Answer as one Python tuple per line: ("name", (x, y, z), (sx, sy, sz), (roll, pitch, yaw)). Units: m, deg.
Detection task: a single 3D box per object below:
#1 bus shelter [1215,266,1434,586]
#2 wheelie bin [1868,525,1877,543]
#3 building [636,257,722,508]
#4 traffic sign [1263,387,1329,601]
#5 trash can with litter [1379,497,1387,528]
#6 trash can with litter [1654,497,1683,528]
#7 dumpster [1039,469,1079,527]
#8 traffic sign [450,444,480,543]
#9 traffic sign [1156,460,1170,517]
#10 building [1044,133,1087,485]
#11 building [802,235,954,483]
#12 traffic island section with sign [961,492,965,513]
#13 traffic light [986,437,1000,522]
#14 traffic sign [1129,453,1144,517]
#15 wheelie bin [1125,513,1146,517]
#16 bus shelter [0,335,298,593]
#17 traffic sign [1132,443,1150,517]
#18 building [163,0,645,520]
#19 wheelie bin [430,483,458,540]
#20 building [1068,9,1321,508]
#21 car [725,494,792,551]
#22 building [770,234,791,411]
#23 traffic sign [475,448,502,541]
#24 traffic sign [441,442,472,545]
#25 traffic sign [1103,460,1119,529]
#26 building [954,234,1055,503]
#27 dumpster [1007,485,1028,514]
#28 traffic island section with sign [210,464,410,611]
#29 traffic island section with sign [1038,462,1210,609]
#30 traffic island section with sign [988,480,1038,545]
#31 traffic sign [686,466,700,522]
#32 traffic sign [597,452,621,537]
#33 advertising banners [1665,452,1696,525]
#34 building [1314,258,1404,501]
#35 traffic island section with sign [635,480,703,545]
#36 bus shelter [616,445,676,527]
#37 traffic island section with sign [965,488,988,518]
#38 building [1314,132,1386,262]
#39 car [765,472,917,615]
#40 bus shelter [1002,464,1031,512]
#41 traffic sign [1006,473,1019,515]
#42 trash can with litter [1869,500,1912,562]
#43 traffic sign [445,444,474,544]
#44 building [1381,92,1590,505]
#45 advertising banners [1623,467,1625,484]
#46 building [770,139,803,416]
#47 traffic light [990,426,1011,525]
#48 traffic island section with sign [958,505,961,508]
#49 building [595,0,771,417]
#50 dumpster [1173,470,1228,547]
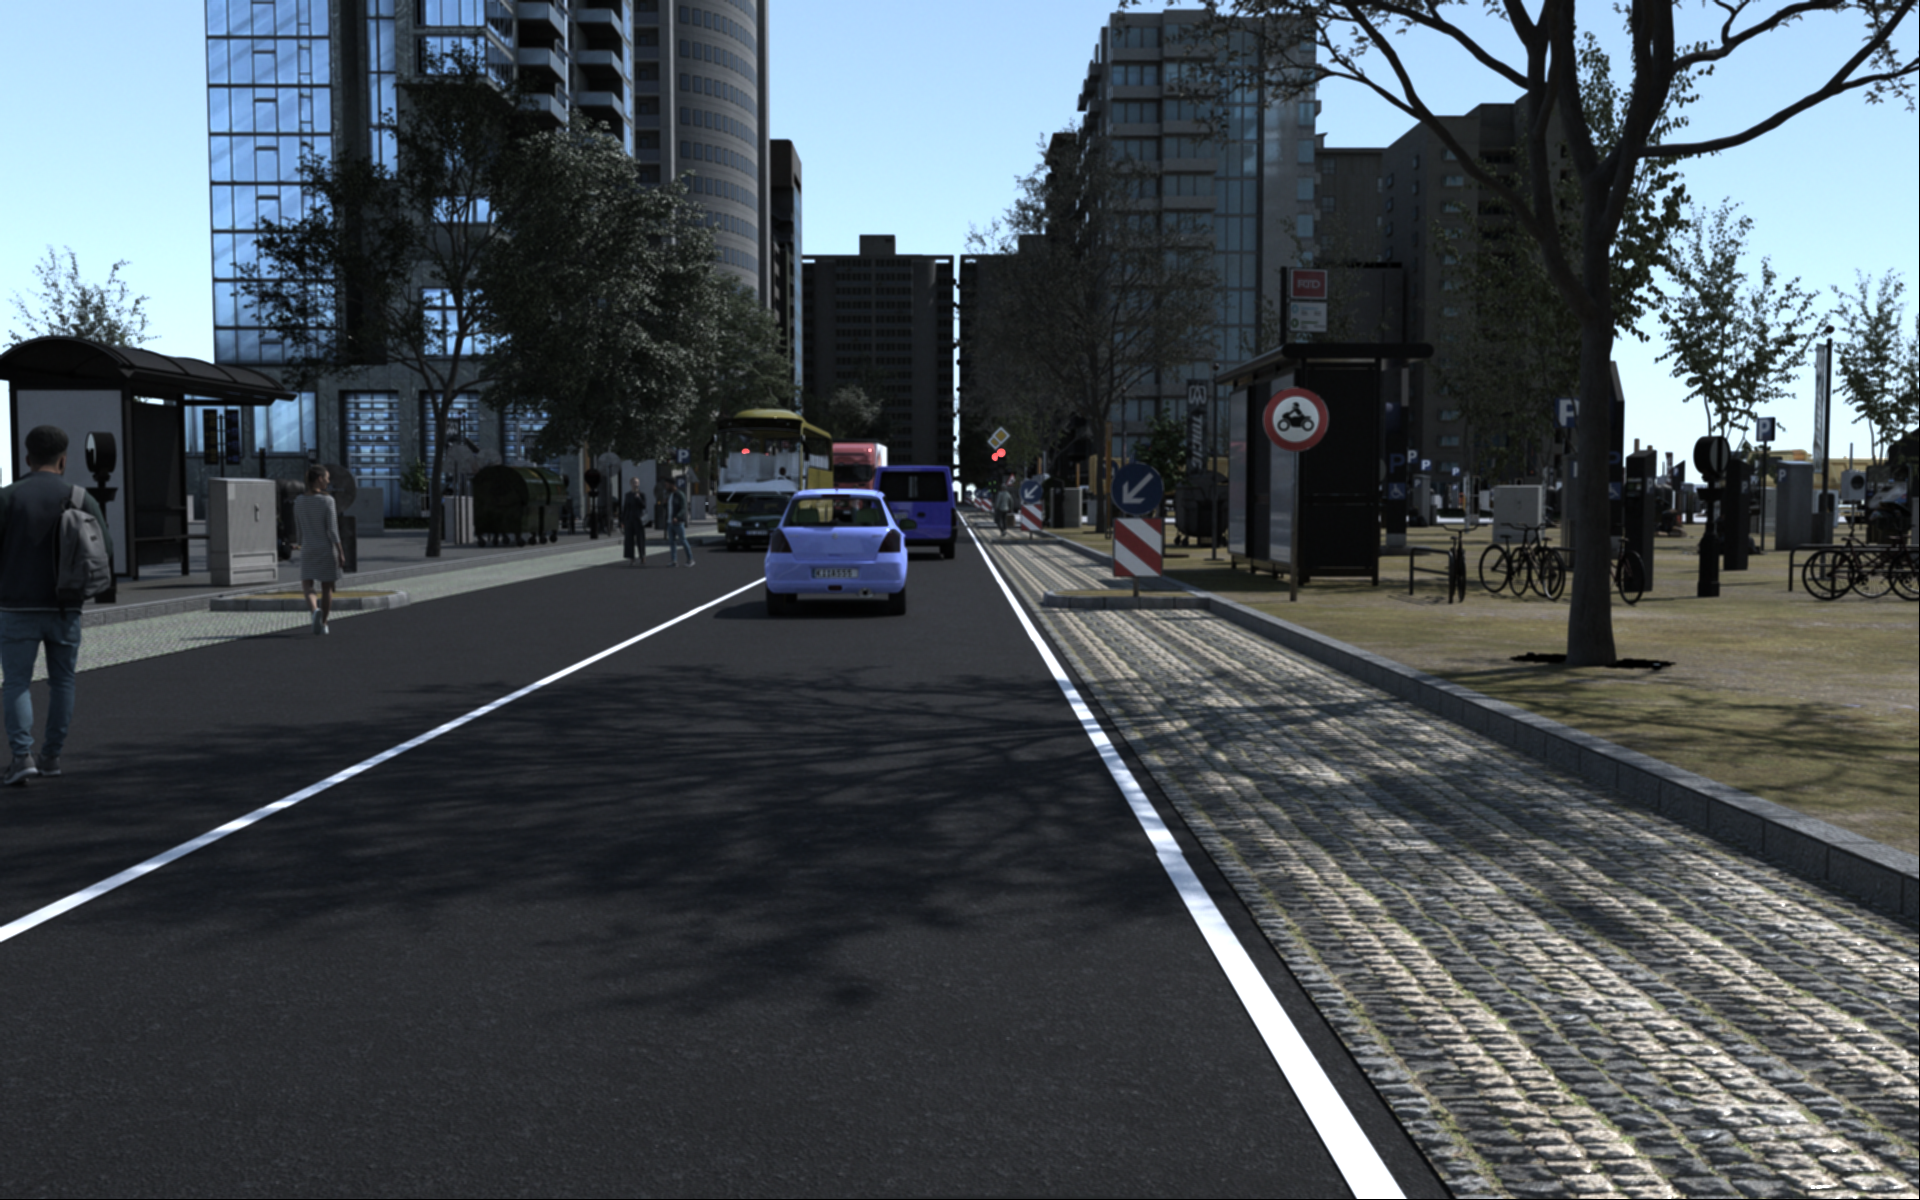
("bus shelter", (5.491, -3.100, 28.319), (2.179, 5.291, 8.768), (0, 4, 0))
("wheelie bin", (24.442, -2.325, 45.919), (0.693, 1.594, 0.980), (1, 4, 8))
("building", (-34.891, -18.030, 139.823), (27.650, 21.520, 28.899), (0, 4, 0))
("traffic sign", (3.995, -1.258, 20.669), (0.768, 2.556, 0.104), (0, 4, 8))
("trash can with litter", (16.023, -3.258, 64.650), (1.055, 1.170, 0.624), (-3, 5, -43))
("trash can with litter", (25.837, -3.175, 63.297), (1.055, 1.170, 0.624), (0, 4, -7))
("dumpster", (3.822, -3.980, 67.573), (1.502, 2.255, 1.985), (0, 4, 0))
("traffic sign", (-12.870, -2.763, 45.171), (0.884, 2.594, 0.081), (0, 4, 5))
("traffic sign", (4.226, -2.261, 36.971), (0.884, 2.594, 0.081), (0, 4, 1))
("building", (21.386, -33.809, 207.402), (22.147, 44.769, 28.867), (0, 4, 0))
("building", (-12.515, -34.886, 262.265), (23.993, 40.220, 32.217), (0, 4, 0))
("traffic island section with sign", (1.262, -7.560, 132.238), (1.989, 1.847, 2.006), (0, 4, 0))
("traffic light", (1.613, -5.546, 79.606), (0.839, 4.253, 0.868), (0, 4, 0))
("traffic sign", (5.081, -2.940, 48.181), (0.768, 2.556, 0.104), (0, 4, 6))
("wheelie bin", (6.057, -3.162, 59.600), (0.693, 1.594, 0.980), (-3, 4, -38))
("bus shelter", (-11.530, -1.894, 24.886), (2.014, 3.302, 5.546), (0, 4, 0))
("traffic sign", (4.677, -2.638, 43.240), (0.768, 2.556, 0.104), (0, 4, 7))
("building", (-30.414, -48.154, 99.993), (22.319, 86.520, 31.000), (0, 4, 0))
("wheelie bin", (-14.340, -2.467, 48.238), (0.693, 1.594, 0.980), (-3, 4, -36))
("building", (23.559, -34.092, 177.012), (23.786, 49.044, 30.456), (0, 4, 0))
("car", (-4.973, -2.134, 44.673), (2.009, 1.686, 4.222), (0, 4, 1))
("building", (-26.247, -25.632, 190.790), (14.160, 30.474, 14.107), (0, 4, 0))
("traffic sign", (-12.923, -2.896, 47.460), (0.768, 2.556, 0.104), (0, 4, 5))
("traffic sign", (-12.592, -2.641, 43.186), (0.884, 2.594, 0.081), (0, 4, 4))
("traffic sign", (5.460, -3.889, 63.691), (0.768, 2.556, 0.104), (0, 4, 7))
("building", (11.481, -34.862, 261.868), (23.993, 40.220, 32.217), (0, 4, 0))
("dumpster", (3.675, -6.474, 111.614), (1.264, 1.857, 1.865), (0, 4, 0))
("traffic island section with sign", (-8.113, -0.814, 21.936), (1.989, 1.847, 2.006), (0, 4, 0))
("traffic island section with sign", (2.092, -0.836, 22.296), (1.989, 1.847, 2.006), (0, 4, 0))
("traffic island section with sign", (1.895, -2.500, 49.508), (1.989, 1.847, 2.006), (0, 4, 0))
("traffic sign", (-12.354, -4.855, 79.377), (0.884, 2.594, 0.081), (1, 4, 8))
("traffic sign", (-10.589, -3.188, 52.237), (0.768, 2.556, 0.104), (0, 4, 8))
("advertising banners", (30.089, -4.663, 72.423), (2.074, 3.025, 0.090), (-2, 4, -32))
("building", (46.497, -27.184, 216.163), (14.107, 30.474, 14.160), (0, 4, 0))
("traffic island section with sign", (-8.335, -2.463, 48.891), (1.989, 1.847, 2.006), (0, 4, 0))
("bus shelter", (-12.422, -4.601, 69.153), (2.014, 3.302, 5.546), (0, 4, 0))
("traffic island section with sign", (1.466, -5.871, 104.625), (1.989, 1.847, 2.006), (0, 4, 0))
("building", (60.128, -41.062, 260.600), (27.495, 52.752, 28.713), (0, 4, 0))
("car", (-1.510, -0.750, 21.861), (1.945, 1.707, 3.694), (0, 4, -2))
("bus shelter", (3.724, -7.622, 118.535), (2.014, 3.302, 5.546), (0, 4, 0))
("traffic sign", (3.244, -6.562, 107.298), (0.884, 2.594, 0.081), (0, 4, 2))
("trash can with litter", (17.800, -1.304, 32.711), (1.055, 1.170, 0.624), (-1, 4, -16))
("traffic sign", (-12.847, -2.714, 44.478), (0.768, 2.556, 0.104), (0, 4, 5))
("building", (64.571, -35.987, 212.083), (21.600, 48.544, 21.300), (0, 4, 0))
("advertising banners", (43.336, -7.053, 111.498), (2.074, 3.025, 0.090), (1, 4, 14))
("building", (-27.200, -34.530, 214.683), (14.200, 45.320, 14.600), (0, 4, 0))
("traffic light", (1.674, -5.058, 71.621), (0.839, 4.253, 0.868), (0, 4, 0))
("traffic island section with sign", (0.878, -10.616, 182.205), (1.989, 1.847, 2.006), (0, 4, 0))
("building", (-30.395, -38.335, 168.781), (21.231, 58.520, 28.212), (0, 4, 0))
("dumpster", (5.997, -2.271, 42.894), (1.264, 1.857, 1.865), (0, 4, 0))
